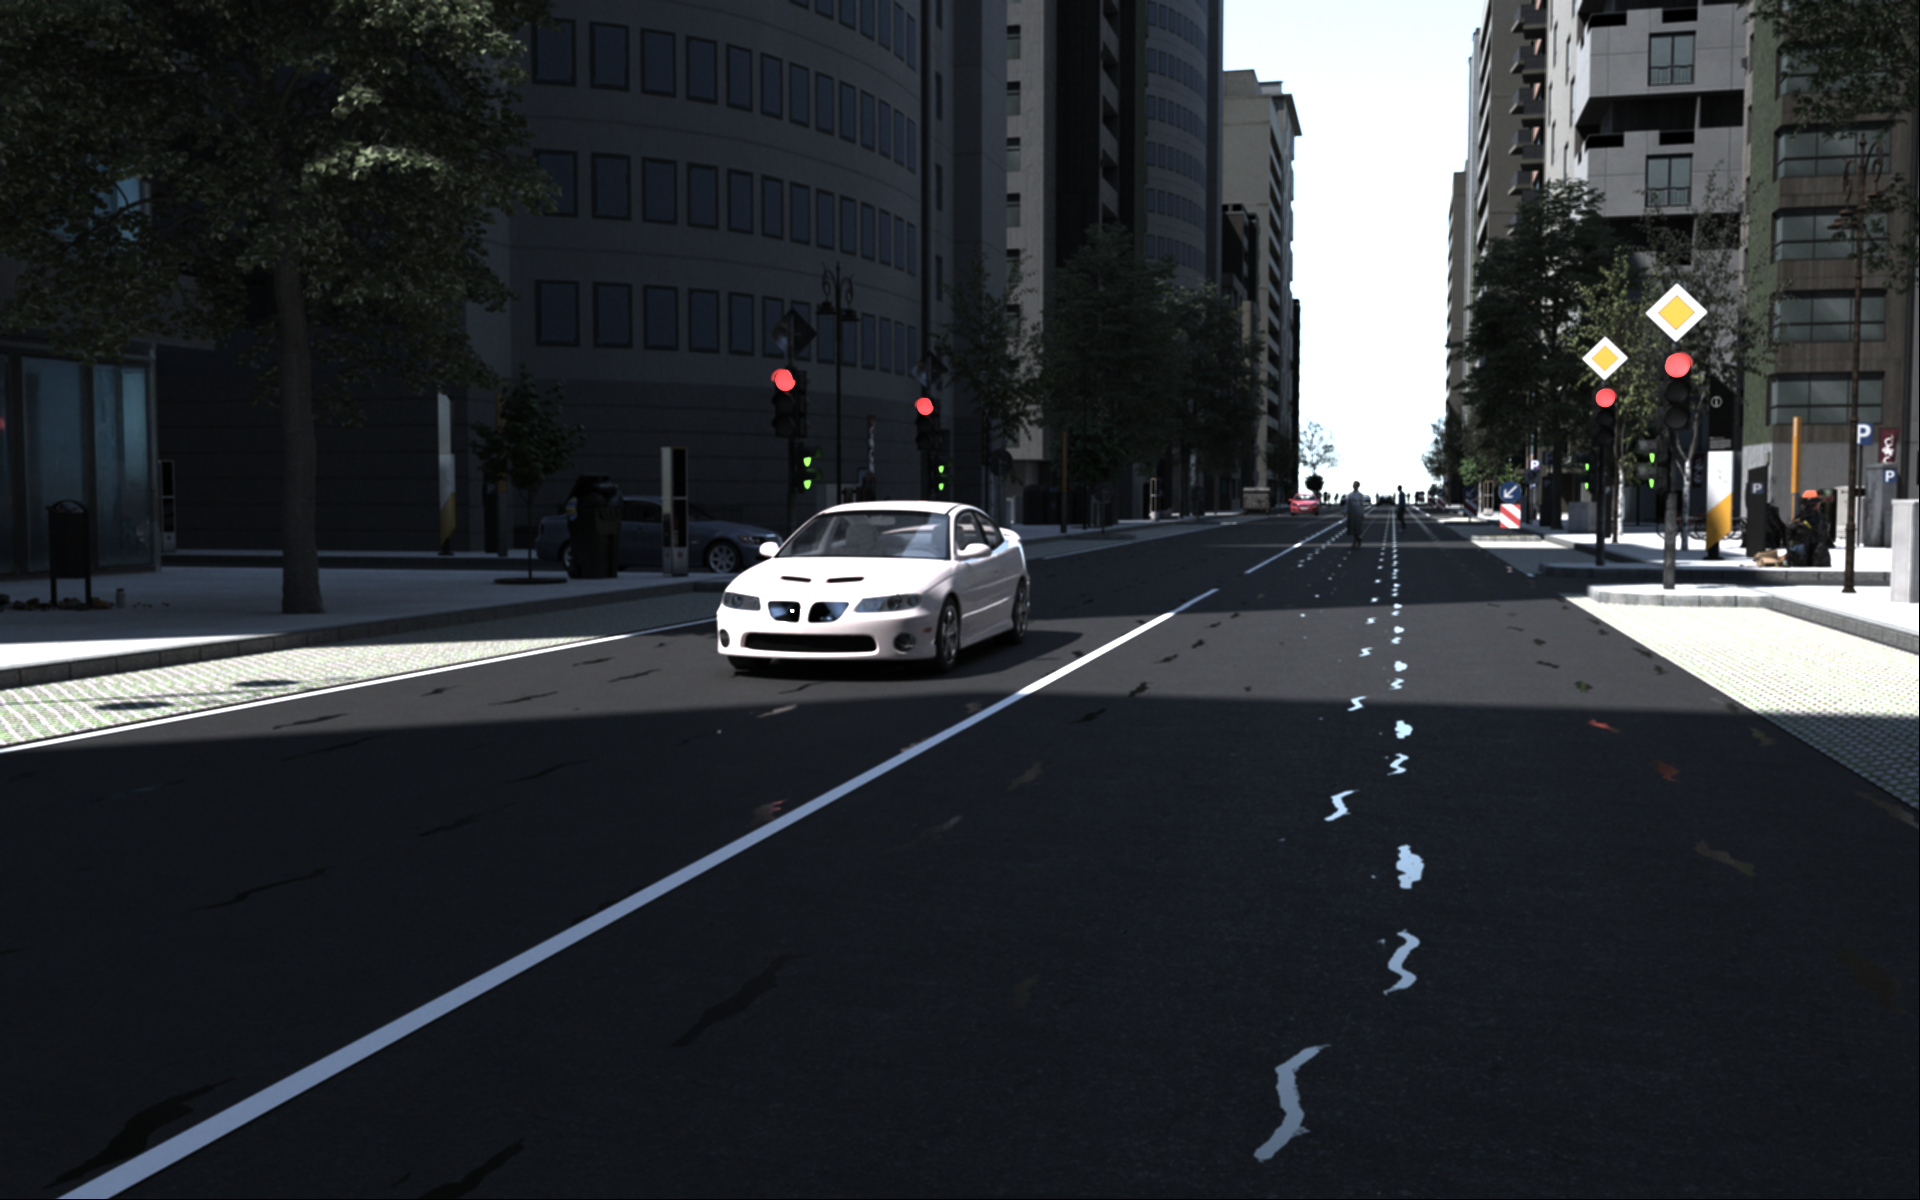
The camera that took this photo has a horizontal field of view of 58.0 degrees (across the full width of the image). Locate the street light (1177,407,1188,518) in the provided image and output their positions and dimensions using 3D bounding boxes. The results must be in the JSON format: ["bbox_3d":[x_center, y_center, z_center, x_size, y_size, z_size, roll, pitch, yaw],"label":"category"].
[{"bbox_3d":[11.692,-7.238,91.124,0.468,5.910,1.993,1,4,14],"label":"street light"}]

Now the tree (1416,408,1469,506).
[{"bbox_3d":[53.217,-15.462,187.223,8.767,10.594,7.601,3,5,45],"label":"tree"}]

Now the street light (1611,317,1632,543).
[{"bbox_3d":[17.187,-4.433,45.274,0.468,5.910,1.993,1,4,14],"label":"street light"}]

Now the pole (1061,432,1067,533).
[{"bbox_3d":[3.408,-3.854,56.852,0.158,3.312,0.155,0,3,0],"label":"pole"}]

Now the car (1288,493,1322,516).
[{"bbox_3d":[22.949,-6.492,115.189,2.155,1.783,4.494,1,4,12],"label":"car"}]

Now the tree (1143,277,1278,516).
[{"bbox_3d":[13.336,-11.915,101.468,9.857,13.997,8.962,0,3,0],"label":"tree"}]

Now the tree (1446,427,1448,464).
[{"bbox_3d":[34.913,-10.123,115.871,4.360,8.622,3.978,0,3,0],"label":"tree"}]

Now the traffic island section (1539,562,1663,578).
[{"bbox_3d":[11.490,-0.536,31.037,2.009,0.180,2.903,1,4,14],"label":"traffic island section"}]

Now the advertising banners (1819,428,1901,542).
[{"bbox_3d":[23.785,-3.041,45.911,2.074,3.025,0.090,0,4,8],"label":"advertising banners"}]

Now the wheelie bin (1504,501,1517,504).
[{"bbox_3d":[32.813,-5.824,103.134,0.980,1.594,0.693,-3,5,-44],"label":"wheelie bin"}]

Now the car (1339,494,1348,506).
[{"bbox_3d":[47.169,-12.288,210.694,2.009,1.686,4.222,1,4,15],"label":"car"}]

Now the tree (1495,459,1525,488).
[{"bbox_3d":[30.107,-6.141,95.012,1.663,3.219,1.824,0,3,0],"label":"tree"}]

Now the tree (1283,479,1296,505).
[{"bbox_3d":[38.835,-12.900,205.513,1.663,3.219,1.824,0,3,0],"label":"tree"}]

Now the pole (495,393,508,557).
[{"bbox_3d":[-9.317,-2.528,35.183,0.158,3.312,0.155,0,3,0],"label":"pole"}]

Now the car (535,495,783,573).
[{"bbox_3d":[-5.353,-1.168,31.095,4.499,1.417,2.014,1,4,14],"label":"car"}]

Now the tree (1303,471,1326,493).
[{"bbox_3d":[51.519,-16.372,251.392,4.285,4.588,4.351,0,3,0],"label":"tree"}]

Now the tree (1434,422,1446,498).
[{"bbox_3d":[39.072,-11.207,133.593,4.360,8.622,3.978,0,3,0],"label":"tree"}]

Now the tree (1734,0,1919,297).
[{"bbox_3d":[10.622,-4.898,14.495,8.767,10.594,7.601,2,4,28],"label":"tree"}]

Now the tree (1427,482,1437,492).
[{"bbox_3d":[67.521,-15.467,247.480,1.663,3.219,1.824,0,3,0],"label":"tree"}]

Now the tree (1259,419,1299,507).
[{"bbox_3d":[31.681,-13.529,171.566,4.360,8.622,3.978,0,3,0],"label":"tree"}]

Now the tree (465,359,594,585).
[{"bbox_3d":[-6.353,-1.859,24.989,1.663,3.219,1.824,0,3,0],"label":"tree"}]

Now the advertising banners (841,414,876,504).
[{"bbox_3d":[-2.167,-2.532,37.584,0.090,3.025,2.074,1,4,17],"label":"advertising banners"}]

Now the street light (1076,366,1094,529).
[{"bbox_3d":[4.518,-5.494,62.620,0.468,5.910,1.993,1,4,14],"label":"street light"}]

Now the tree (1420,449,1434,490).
[{"bbox_3d":[59.372,-16.103,213.646,4.360,8.622,3.978,0,3,0],"label":"tree"}]

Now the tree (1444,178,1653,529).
[{"bbox_3d":[21.441,-8.862,63.018,7.486,12.596,7.792,0,3,0],"label":"tree"}]

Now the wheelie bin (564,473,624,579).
[{"bbox_3d":[-5.544,-1.132,26.420,0.693,1.594,0.980,2,4,30],"label":"wheelie bin"}]

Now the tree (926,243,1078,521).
[{"bbox_3d":[1.185,-6.189,51.557,4.737,8.622,4.395,0,3,0],"label":"tree"}]

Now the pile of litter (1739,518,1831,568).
[{"bbox_3d":[14.608,-1.018,30.610,1.719,0.858,1.176,0,4,3],"label":"pile of litter"}]

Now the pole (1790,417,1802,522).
[{"bbox_3d":[22.083,-3.175,45.759,0.158,3.312,0.155,0,3,0],"label":"pole"}]

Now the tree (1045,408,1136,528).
[{"bbox_3d":[4.962,-5.031,65.963,4.285,4.588,4.351,0,3,0],"label":"tree"}]

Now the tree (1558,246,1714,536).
[{"bbox_3d":[20.275,-6.233,52.280,4.737,8.622,4.395,0,3,0],"label":"tree"}]

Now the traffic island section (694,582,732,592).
[{"bbox_3d":[-2.565,-0.246,26.310,2.009,0.180,2.903,1,4,14],"label":"traffic island section"}]

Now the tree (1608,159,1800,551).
[{"bbox_3d":[16.639,-5.437,39.265,4.360,8.622,3.978,0,3,0],"label":"tree"}]

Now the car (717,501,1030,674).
[{"bbox_3d":[-0.613,-0.191,15.481,2.083,1.381,4.827,1,4,14],"label":"car"}]

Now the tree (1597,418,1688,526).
[{"bbox_3d":[27.532,-5.276,69.980,4.285,4.588,4.351,0,3,0],"label":"tree"}]

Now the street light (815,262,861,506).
[{"bbox_3d":[-2.426,-3.782,34.623,0.468,5.910,1.993,1,4,14],"label":"street light"}]

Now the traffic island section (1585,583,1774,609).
[{"bbox_3d":[9.554,-0.062,23.289,2.009,0.180,2.903,1,4,14],"label":"traffic island section"}]

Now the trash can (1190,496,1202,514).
[{"bbox_3d":[14.442,-5.758,105.797,0.748,1.137,0.748,0,3,0],"label":"trash can"}]

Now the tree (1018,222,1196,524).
[{"bbox_3d":[6.289,-9.490,73.286,7.486,12.596,7.792,0,3,0],"label":"tree"}]

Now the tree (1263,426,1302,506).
[{"bbox_3d":[33.684,-14.190,182.363,4.737,8.622,4.395,0,3,0],"label":"tree"}]

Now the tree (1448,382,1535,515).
[{"bbox_3d":[33.278,-9.622,107.683,4.360,8.622,3.978,0,3,0],"label":"tree"}]

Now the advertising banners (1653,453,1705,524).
[{"bbox_3d":[31.072,-4.809,74.809,2.074,3.025,0.090,0,4,7],"label":"advertising banners"}]

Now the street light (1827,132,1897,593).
[{"bbox_3d":[11.540,-3.029,22.308,0.468,5.910,1.993,1,4,14],"label":"street light"}]

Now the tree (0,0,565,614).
[{"bbox_3d":[-7.278,-6.106,17.965,7.486,12.596,7.792,0,3,0],"label":"tree"}]

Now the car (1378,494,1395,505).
[{"bbox_3d":[54.633,-12.863,222.114,2.131,1.459,4.920,1,4,16],"label":"car"}]

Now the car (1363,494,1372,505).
[{"bbox_3d":[55.590,-13.835,237.994,2.131,1.459,4.920,1,4,14],"label":"car"}]

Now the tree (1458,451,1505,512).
[{"bbox_3d":[37.699,-8.660,125.303,4.285,4.588,4.351,0,3,0],"label":"tree"}]

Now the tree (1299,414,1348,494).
[{"bbox_3d":[53.426,-21.509,262.034,12.009,13.543,11.850,0,3,0],"label":"tree"}]
